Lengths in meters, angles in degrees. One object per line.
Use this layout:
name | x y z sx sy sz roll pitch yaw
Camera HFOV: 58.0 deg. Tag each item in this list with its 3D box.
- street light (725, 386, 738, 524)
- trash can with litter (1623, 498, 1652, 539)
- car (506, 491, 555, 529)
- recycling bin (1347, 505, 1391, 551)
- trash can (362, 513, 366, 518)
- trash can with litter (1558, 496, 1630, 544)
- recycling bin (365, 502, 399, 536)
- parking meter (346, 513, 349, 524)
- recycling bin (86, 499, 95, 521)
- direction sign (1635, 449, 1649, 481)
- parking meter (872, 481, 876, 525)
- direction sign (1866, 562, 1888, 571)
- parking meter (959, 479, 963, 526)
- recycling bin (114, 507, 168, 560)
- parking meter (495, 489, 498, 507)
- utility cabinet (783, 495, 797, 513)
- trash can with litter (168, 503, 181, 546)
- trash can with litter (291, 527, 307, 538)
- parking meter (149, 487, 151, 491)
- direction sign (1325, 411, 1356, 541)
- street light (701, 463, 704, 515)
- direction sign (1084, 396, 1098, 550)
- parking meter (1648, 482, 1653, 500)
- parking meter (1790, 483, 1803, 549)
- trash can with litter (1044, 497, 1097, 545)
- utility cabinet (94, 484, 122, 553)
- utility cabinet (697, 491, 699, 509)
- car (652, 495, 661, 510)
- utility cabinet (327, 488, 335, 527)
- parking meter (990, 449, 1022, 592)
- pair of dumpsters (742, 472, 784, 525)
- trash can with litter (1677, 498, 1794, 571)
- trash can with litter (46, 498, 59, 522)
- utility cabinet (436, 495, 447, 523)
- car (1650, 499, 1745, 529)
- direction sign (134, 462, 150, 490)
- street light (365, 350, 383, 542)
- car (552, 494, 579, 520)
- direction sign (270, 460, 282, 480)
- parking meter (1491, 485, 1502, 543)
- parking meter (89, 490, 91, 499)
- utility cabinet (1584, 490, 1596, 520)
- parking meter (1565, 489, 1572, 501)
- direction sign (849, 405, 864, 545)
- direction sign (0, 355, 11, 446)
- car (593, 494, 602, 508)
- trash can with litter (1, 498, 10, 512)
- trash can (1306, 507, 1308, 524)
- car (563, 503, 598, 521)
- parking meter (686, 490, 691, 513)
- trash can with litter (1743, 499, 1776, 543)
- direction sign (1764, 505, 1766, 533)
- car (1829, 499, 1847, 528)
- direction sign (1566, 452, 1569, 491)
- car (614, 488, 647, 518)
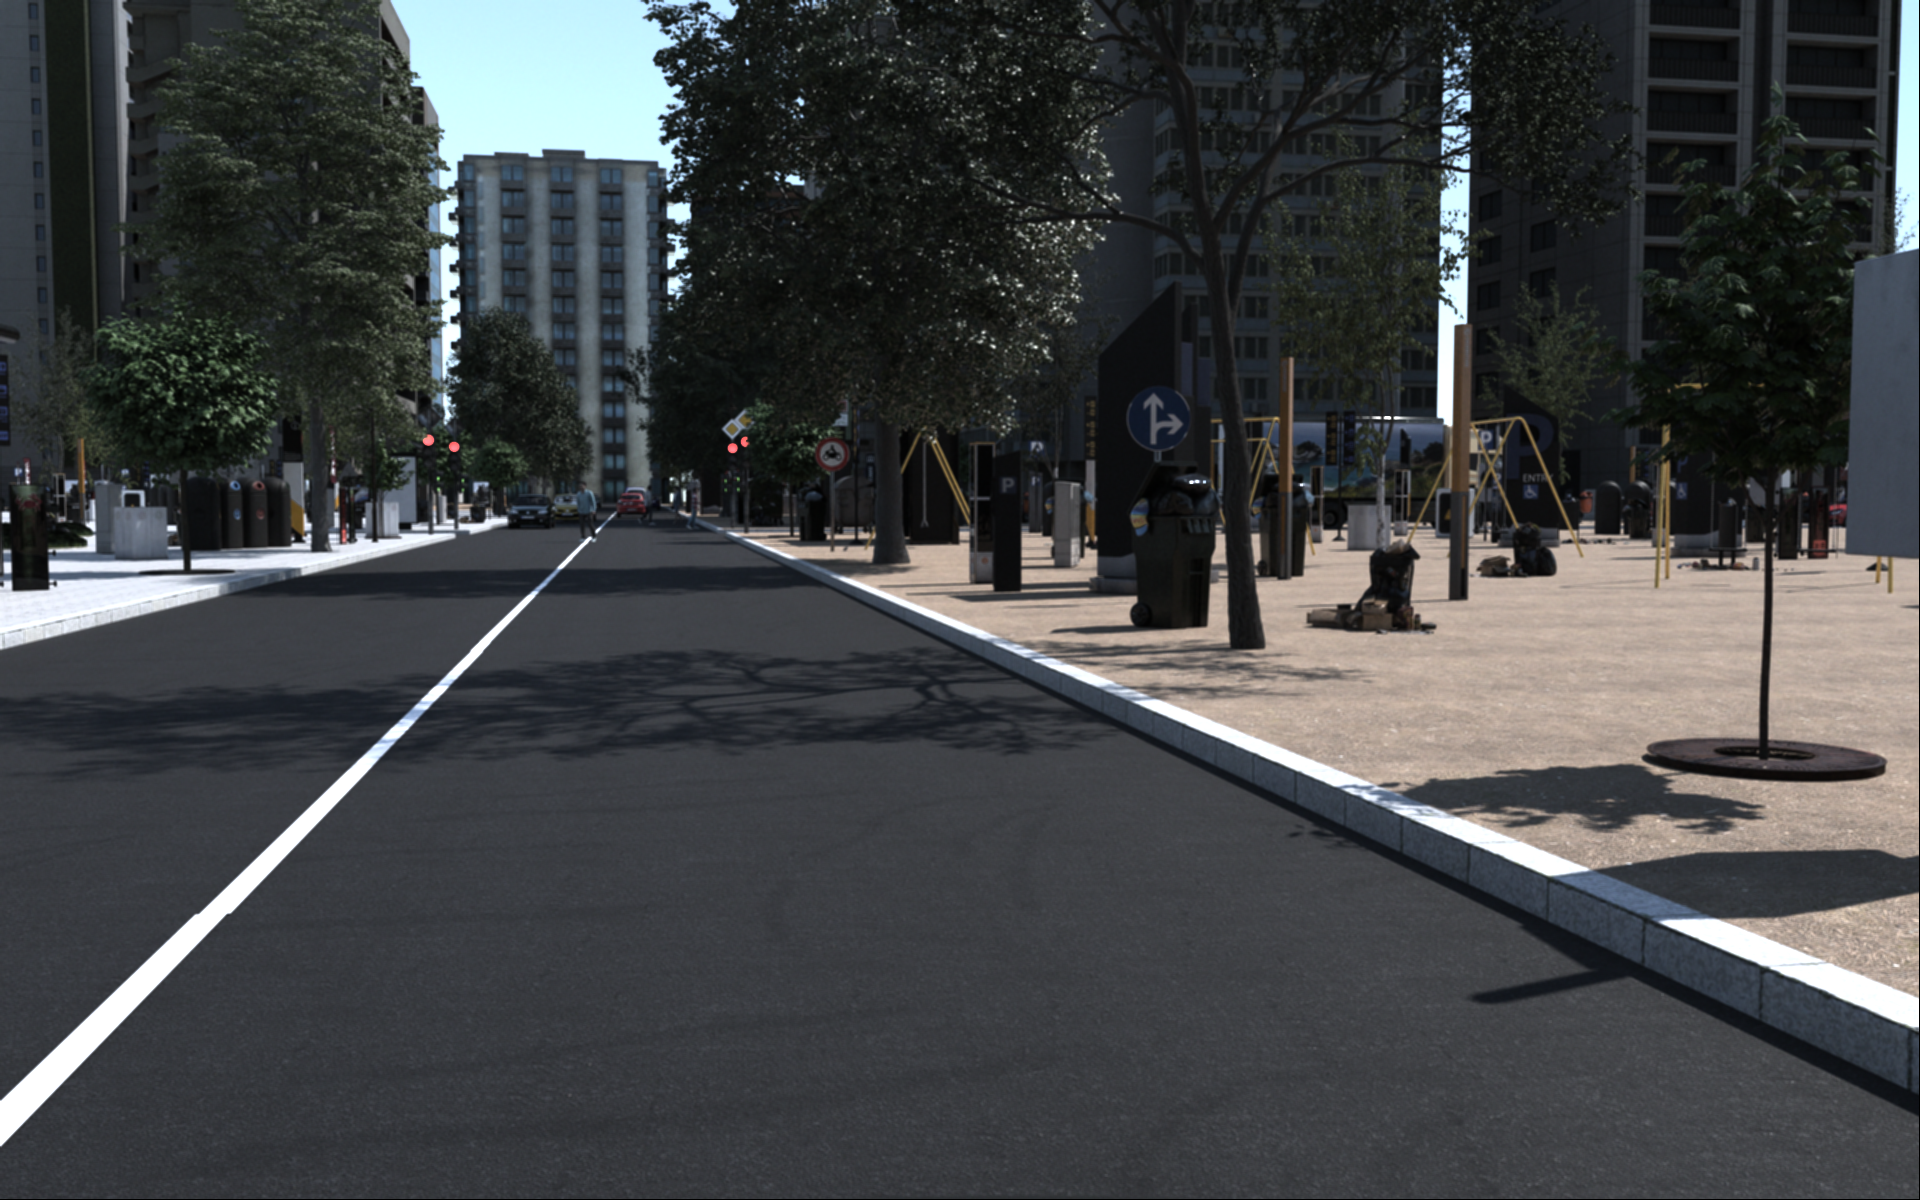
street light | -9.634 -6.134 73.074 0.468 5.910 1.993 -1 4 -11
trash can with litter | 19.583 -2.338 49.615 1.055 1.170 0.624 -1 4 -21
car | -17.968 -3.847 72.683 2.009 1.686 4.222 -1 4 -9
recycling bin | 9.368 -1.658 39.663 0.722 1.027 0.722 -1 4 -23
trash can | -32.219 -5.034 93.966 0.748 1.137 0.748 0 3 0
trash can with litter | 16.155 -2.071 44.911 2.233 1.210 1.678 2 4 33
recycling bin | -17.577 -2.454 52.670 0.722 1.027 0.722 3 4 38
parking meter | -26.736 -4.097 75.402 0.372 1.533 0.369 0 3 0
recycling bin | -41.036 -4.228 81.686 0.722 1.027 0.722 0 4 8
direction sign | 33.999 -5.773 86.380 0.876 3.537 0.379 -2 4 -24
parking meter | -3.468 -4.069 72.232 0.399 1.863 0.255 1 4 15
direction sign | 15.431 -2.262 28.982 0.379 3.537 0.876 3 4 36
parking meter | -0.080 -3.883 69.192 0.255 1.863 0.399 3 5 41
recycling bin | -16.099 -1.314 34.043 0.722 1.027 0.722 2 4 33
parking meter | -35.494 -7.795 133.159 0.399 1.863 0.255 -2 4 -28
utility cabinet | -11.679 -6.576 118.676 1.020 1.237 0.306 -2 4 -24
trash can with litter | -19.197 -1.909 42.600 1.055 1.170 0.624 2 4 33
trash can with litter | -20.160 -2.495 51.846 1.678 1.210 2.233 -1 4 -14
parking meter | -59.251 -7.420 127.027 0.255 1.863 0.399 1 4 15
direction sign | 10.393 -3.386 47.364 0.876 3.537 0.379 3 5 40
street light | -15.763 -8.132 105.741 0.468 5.910 1.993 -1 4 -11
direction sign | 3.214 -2.943 40.121 0.876 3.537 0.379 -3 4 -38
parking meter | 34.130 -4.875 85.410 0.399 1.863 0.255 1 4 21
parking meter | 19.430 -1.956 40.386 0.372 1.533 0.369 0 3 0
trash can with litter | 3.128 -1.991 43.617 2.233 1.210 1.678 -1 4 -13
utility cabinet | -18.473 -1.766 37.560 0.318 1.500 1.173 -1 4 -15
utility cabinet | -20.389 -7.780 135.877 0.318 1.500 1.173 1 4 23
car | -27.377 -8.599 153.166 1.945 1.354 3.894 -1 4 -11
utility cabinet | -24.316 -3.546 66.650 0.318 1.500 1.173 -2 4 -29
parking meter | 0.602 -1.045 22.789 0.399 1.863 0.255 0 4 -5
pair of dumpsters | -8.193 -4.281 72.490 1.574 2.255 4.437 -1 4 -11
trash can with litter | 13.206 -1.154 29.922 1.678 1.210 2.233 0 4 1
trash can with litter | -32.251 -3.083 61.789 0.624 1.170 1.055 3 4 39
utility cabinet | -22.936 -4.004 76.630 0.306 1.237 1.020 0 4 -7
car | 28.697 -3.548 67.045 4.494 1.783 2.155 -1 4 -12
direction sign | -52.797 -7.331 111.860 0.876 3.537 0.379 -2 4 -32
street light | -15.617 -4.482 46.063 0.468 5.910 1.993 -1 4 -11
car | -19.488 -4.635 86.006 2.015 1.641 3.980 -1 4 -12
direction sign | -45.107 -7.475 114.216 0.876 3.537 0.379 1 4 15
parking meter | 14.180 -2.271 45.537 0.372 1.533 0.369 0 3 0
parking meter | -48.417 -5.386 96.466 0.372 1.533 0.369 0 3 0
utility cabinet | 31.425 -4.696 85.458 1.173 1.500 0.318 2 4 35
parking meter | 30.862 -4.861 87.882 0.372 1.533 0.369 0 3 0
direction sign | -2.643 -3.187 44.100 0.379 3.537 0.876 0 4 6
direction sign | -15.802 -2.200 27.975 0.379 3.537 0.876 3 5 42
car | -39.035 -10.517 183.755 2.131 1.459 4.920 -1 4 -10
trash can with litter | -69.239 -6.977 125.459 1.055 1.170 0.624 -2 4 -35
trash can | 11.529 -2.891 58.926 0.748 1.137 0.748 0 3 0
car | -20.372 -4.904 92.758 1.945 1.354 3.894 -1 4 -12
parking meter | -18.287 -6.620 116.648 0.372 1.533 0.369 0 3 0
trash can with litter | 21.138 -2.091 45.567 1.055 1.170 0.624 0 4 3
direction sign | 26.455 -3.962 56.773 0.379 3.537 0.876 -1 4 -17
car | 35.839 -3.628 68.364 4.494 1.783 2.155 -1 4 -9
direction sign | 32.570 -6.172 92.911 0.379 3.537 0.876 1 4 14
car | -19.962 -5.887 105.284 2.155 1.783 4.494 -1 4 -11
